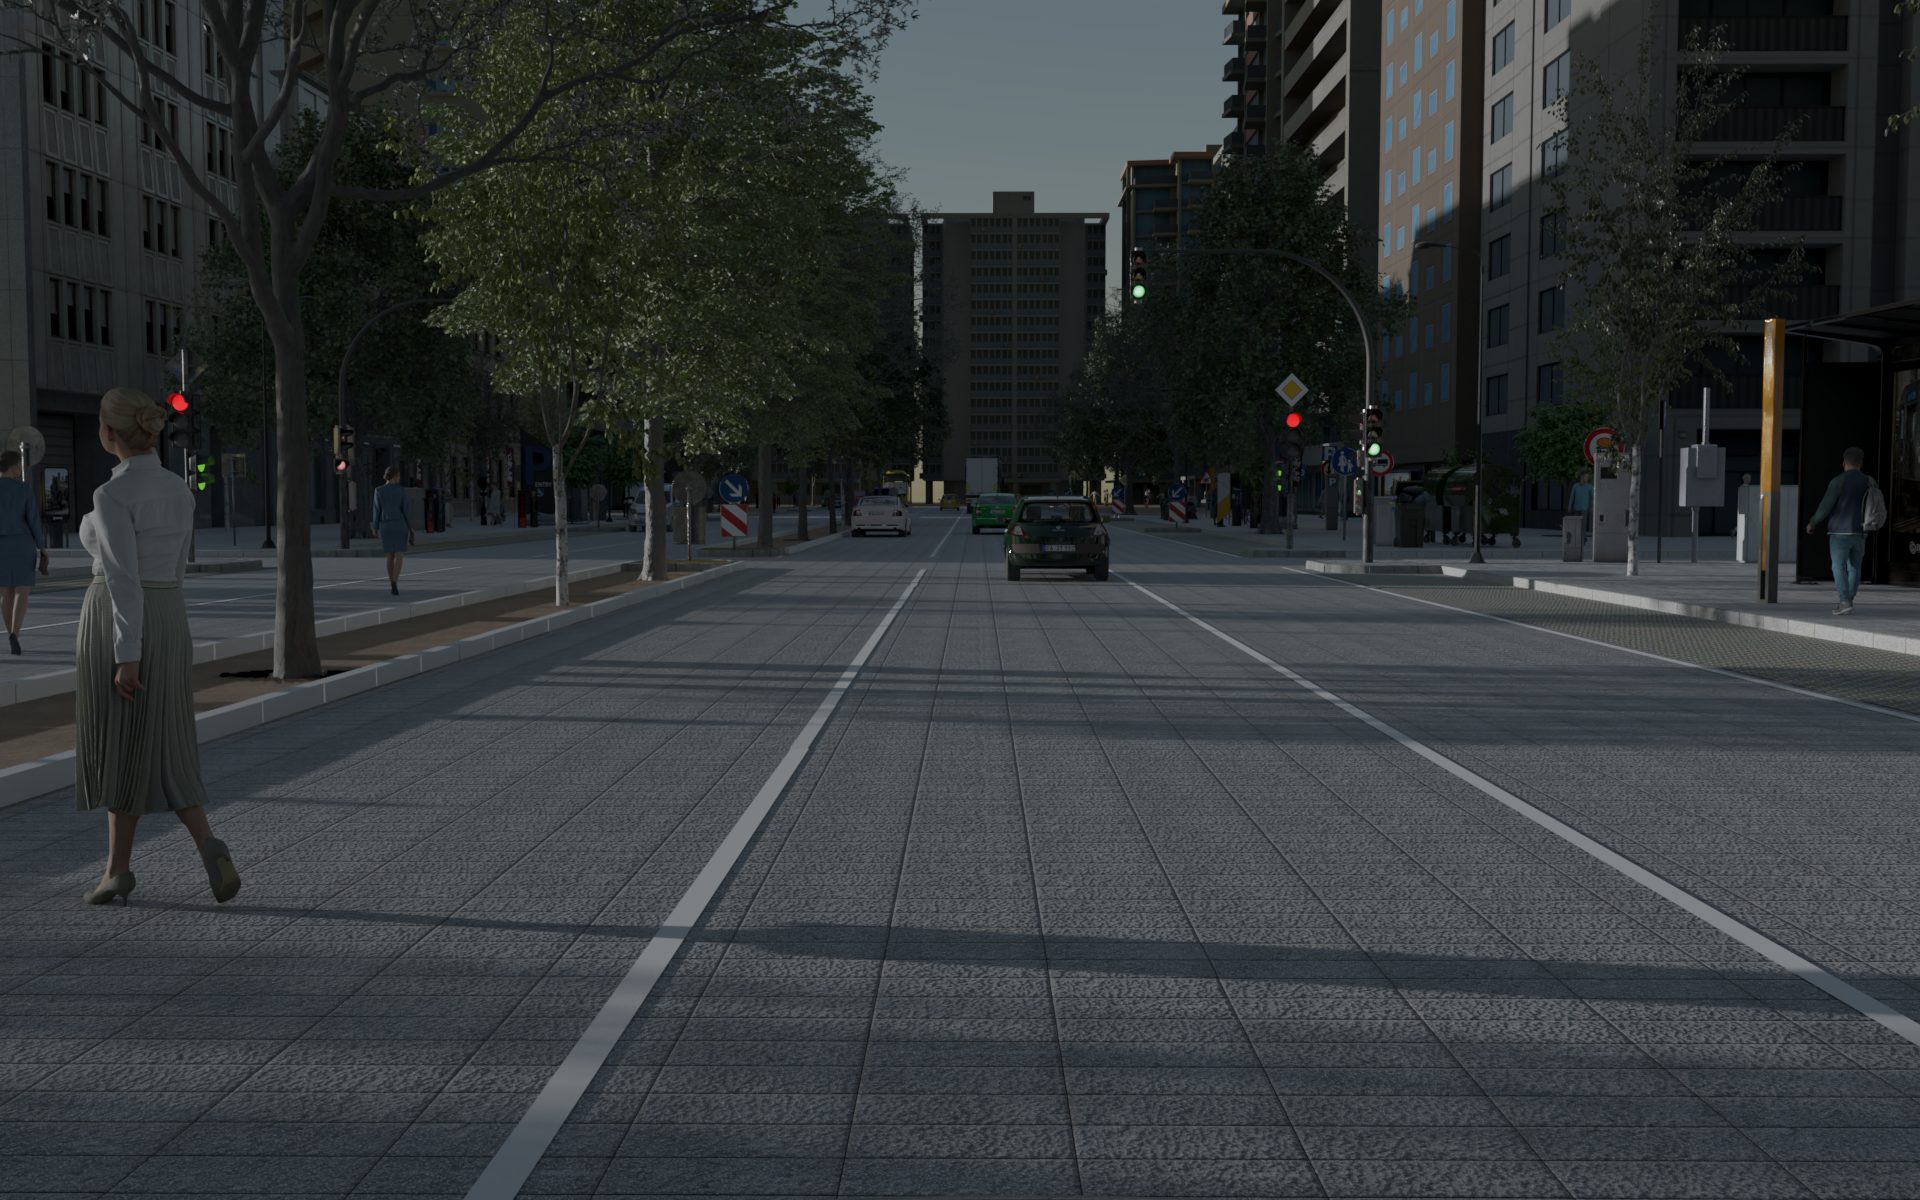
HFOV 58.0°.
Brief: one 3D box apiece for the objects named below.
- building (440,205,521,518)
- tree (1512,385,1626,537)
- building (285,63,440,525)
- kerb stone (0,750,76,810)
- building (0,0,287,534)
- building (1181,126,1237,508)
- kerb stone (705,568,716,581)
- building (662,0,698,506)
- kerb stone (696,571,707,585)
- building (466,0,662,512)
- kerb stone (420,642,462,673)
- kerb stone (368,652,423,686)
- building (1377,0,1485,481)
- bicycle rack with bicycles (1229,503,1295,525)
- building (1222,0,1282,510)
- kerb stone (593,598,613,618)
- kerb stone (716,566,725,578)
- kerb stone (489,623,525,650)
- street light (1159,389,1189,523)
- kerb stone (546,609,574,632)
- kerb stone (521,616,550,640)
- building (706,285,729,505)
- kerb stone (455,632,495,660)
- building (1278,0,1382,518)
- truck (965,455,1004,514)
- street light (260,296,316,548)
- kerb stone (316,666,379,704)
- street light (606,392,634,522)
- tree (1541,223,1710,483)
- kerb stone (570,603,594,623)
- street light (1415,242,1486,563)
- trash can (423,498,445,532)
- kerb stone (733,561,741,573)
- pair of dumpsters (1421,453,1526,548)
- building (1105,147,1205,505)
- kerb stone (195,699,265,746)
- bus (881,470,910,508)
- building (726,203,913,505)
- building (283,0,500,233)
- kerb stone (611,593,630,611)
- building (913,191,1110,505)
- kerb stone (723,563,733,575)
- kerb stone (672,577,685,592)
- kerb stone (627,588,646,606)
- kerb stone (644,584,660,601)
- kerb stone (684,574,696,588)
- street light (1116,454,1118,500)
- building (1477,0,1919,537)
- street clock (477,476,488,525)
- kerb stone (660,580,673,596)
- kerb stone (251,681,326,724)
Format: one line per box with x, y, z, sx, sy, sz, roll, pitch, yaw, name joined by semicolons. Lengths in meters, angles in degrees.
-32.188;-14.329;98.900;10.561;19.102;19.286;0;4;1;building
18.452;-4.208;52.517;4.285;4.588;4.351;0;3;0;tree
-31.549;-14.125;80.095;9.793;20.994;18.267;0;4;1;building
-4.411;0.860;8.198;0.120;0.150;1.000;0;4;1;kerb stone
-33.556;-14.857;60.932;12.078;24.808;19.932;0;4;1;building
38.213;-29.057;166.969;32.217;40.220;23.993;0;4;1;building
-4.218;-0.396;28.670;0.120;0.150;1.000;0;4;1;kerb stone
-37.064;-44.679;168.760;20.611;71.187;20.563;0;4;1;building
-4.224;-0.330;27.649;0.120;0.150;1.000;0;4;1;kerb stone
-37.831;-32.074;148.105;21.300;48.544;21.600;0;4;1;building
-4.353;0.486;14.330;0.120;0.150;1.000;0;4;1;kerb stone
-4.366;0.544;13.308;0.120;0.150;1.000;0;4;1;kerb stone
27.374;-26.125;77.253;14.600;45.320;14.200;0;4;1;building
12.615;-3.666;73.324;2.852;0.926;2.925;-1;4;-11;bicycle rack with bicycles
32.933;-29.684;139.952;22.147;44.769;28.867;0;4;1;building
-4.292;0.110;20.472;0.120;0.150;1.000;0;4;1;kerb stone
-4.208;-0.459;29.692;0.120;0.150;1.000;0;4;1;kerb stone
-4.335;0.356;16.384;0.120;0.150;1.000;0;4;1;kerb stone
9.440;-6.348;76.338;1.470;5.913;1.316;0;4;1;street light
-4.311;0.231;18.428;0.120;0.150;1.000;0;4;1;kerb stone
-4.326;0.295;17.406;0.120;0.150;1.000;0;4;1;kerb stone
-40.715;-36.498;220.449;21.600;48.544;21.300;0;4;1;building
-4.340;0.421;15.352;0.120;0.150;1.000;0;4;1;kerb stone
31.574;-29.313;102.968;21.300;48.544;21.600;0;4;1;building
1.803;-8.614;129.759;2.839;4.237;11.283;0;4;2;truck
-15.820;-4.175;40.806;1.470;5.913;1.316;0;4;1;street light
-4.375;0.609;12.287;0.120;0.150;1.000;0;4;1;kerb stone
-15.526;-6.525;79.220;1.470;5.913;1.316;0;4;1;street light
18.297;-5.915;47.078;4.737;8.622;4.395;0;3;0;tree
-4.308;0.168;19.450;0.120;0.150;1.000;0;4;1;kerb stone
9.082;-3.640;32.059;1.470;5.913;1.316;0;4;1;street light
-18.019;-2.913;59.278;0.748;1.137;0.748;0;3;0;trash can
-4.187;-0.583;31.745;0.120;0.150;1.000;0;4;1;kerb stone
12.727;-2.490;43.204;1.574;2.255;4.437;0;4;0;pair of dumpsters
33.234;-34.567;219.799;28.867;44.769;22.147;0;4;1;building
-4.391;0.733;10.242;0.120;0.150;1.000;0;4;1;kerb stone
-6.711;-11.746;183.594;2.896;3.916;12.252;0;4;0;bus
-17.849;-32.638;225.515;23.993;40.220;32.217;0;4;1;building
-58.969;-33.406;169.890;21.600;48.544;21.300;0;4;1;building
-4.287;0.049;21.494;0.120;0.150;1.000;0;4;1;kerb stone
6.850;-32.609;225.033;23.993;40.220;32.217;0;4;1;building
-4.202;-0.521;30.719;0.120;0.150;1.000;0;4;1;kerb stone
-4.254;-0.205;25.605;0.120;0.150;1.000;0;4;1;kerb stone
-4.276;-0.020;22.523;0.120;0.150;1.000;0;4;1;kerb stone
-4.267;-0.083;23.550;0.120;0.150;1.000;0;4;1;kerb stone
-4.232;-0.271;26.627;0.120;0.150;1.000;0;4;1;kerb stone
9.874;-8.698;114.751;1.470;5.913;1.316;0;4;1;street light
31.391;-37.986;59.322;20.611;71.187;20.563;0;4;1;building
-19.506;-4.057;70.901;0.358;2.002;0.471;2;4;24;street clock
-4.253;-0.144;24.583;0.120;0.150;1.000;0;4;1;kerb stone
-4.386;0.669;11.264;0.120;0.150;1.000;0;4;1;kerb stone
